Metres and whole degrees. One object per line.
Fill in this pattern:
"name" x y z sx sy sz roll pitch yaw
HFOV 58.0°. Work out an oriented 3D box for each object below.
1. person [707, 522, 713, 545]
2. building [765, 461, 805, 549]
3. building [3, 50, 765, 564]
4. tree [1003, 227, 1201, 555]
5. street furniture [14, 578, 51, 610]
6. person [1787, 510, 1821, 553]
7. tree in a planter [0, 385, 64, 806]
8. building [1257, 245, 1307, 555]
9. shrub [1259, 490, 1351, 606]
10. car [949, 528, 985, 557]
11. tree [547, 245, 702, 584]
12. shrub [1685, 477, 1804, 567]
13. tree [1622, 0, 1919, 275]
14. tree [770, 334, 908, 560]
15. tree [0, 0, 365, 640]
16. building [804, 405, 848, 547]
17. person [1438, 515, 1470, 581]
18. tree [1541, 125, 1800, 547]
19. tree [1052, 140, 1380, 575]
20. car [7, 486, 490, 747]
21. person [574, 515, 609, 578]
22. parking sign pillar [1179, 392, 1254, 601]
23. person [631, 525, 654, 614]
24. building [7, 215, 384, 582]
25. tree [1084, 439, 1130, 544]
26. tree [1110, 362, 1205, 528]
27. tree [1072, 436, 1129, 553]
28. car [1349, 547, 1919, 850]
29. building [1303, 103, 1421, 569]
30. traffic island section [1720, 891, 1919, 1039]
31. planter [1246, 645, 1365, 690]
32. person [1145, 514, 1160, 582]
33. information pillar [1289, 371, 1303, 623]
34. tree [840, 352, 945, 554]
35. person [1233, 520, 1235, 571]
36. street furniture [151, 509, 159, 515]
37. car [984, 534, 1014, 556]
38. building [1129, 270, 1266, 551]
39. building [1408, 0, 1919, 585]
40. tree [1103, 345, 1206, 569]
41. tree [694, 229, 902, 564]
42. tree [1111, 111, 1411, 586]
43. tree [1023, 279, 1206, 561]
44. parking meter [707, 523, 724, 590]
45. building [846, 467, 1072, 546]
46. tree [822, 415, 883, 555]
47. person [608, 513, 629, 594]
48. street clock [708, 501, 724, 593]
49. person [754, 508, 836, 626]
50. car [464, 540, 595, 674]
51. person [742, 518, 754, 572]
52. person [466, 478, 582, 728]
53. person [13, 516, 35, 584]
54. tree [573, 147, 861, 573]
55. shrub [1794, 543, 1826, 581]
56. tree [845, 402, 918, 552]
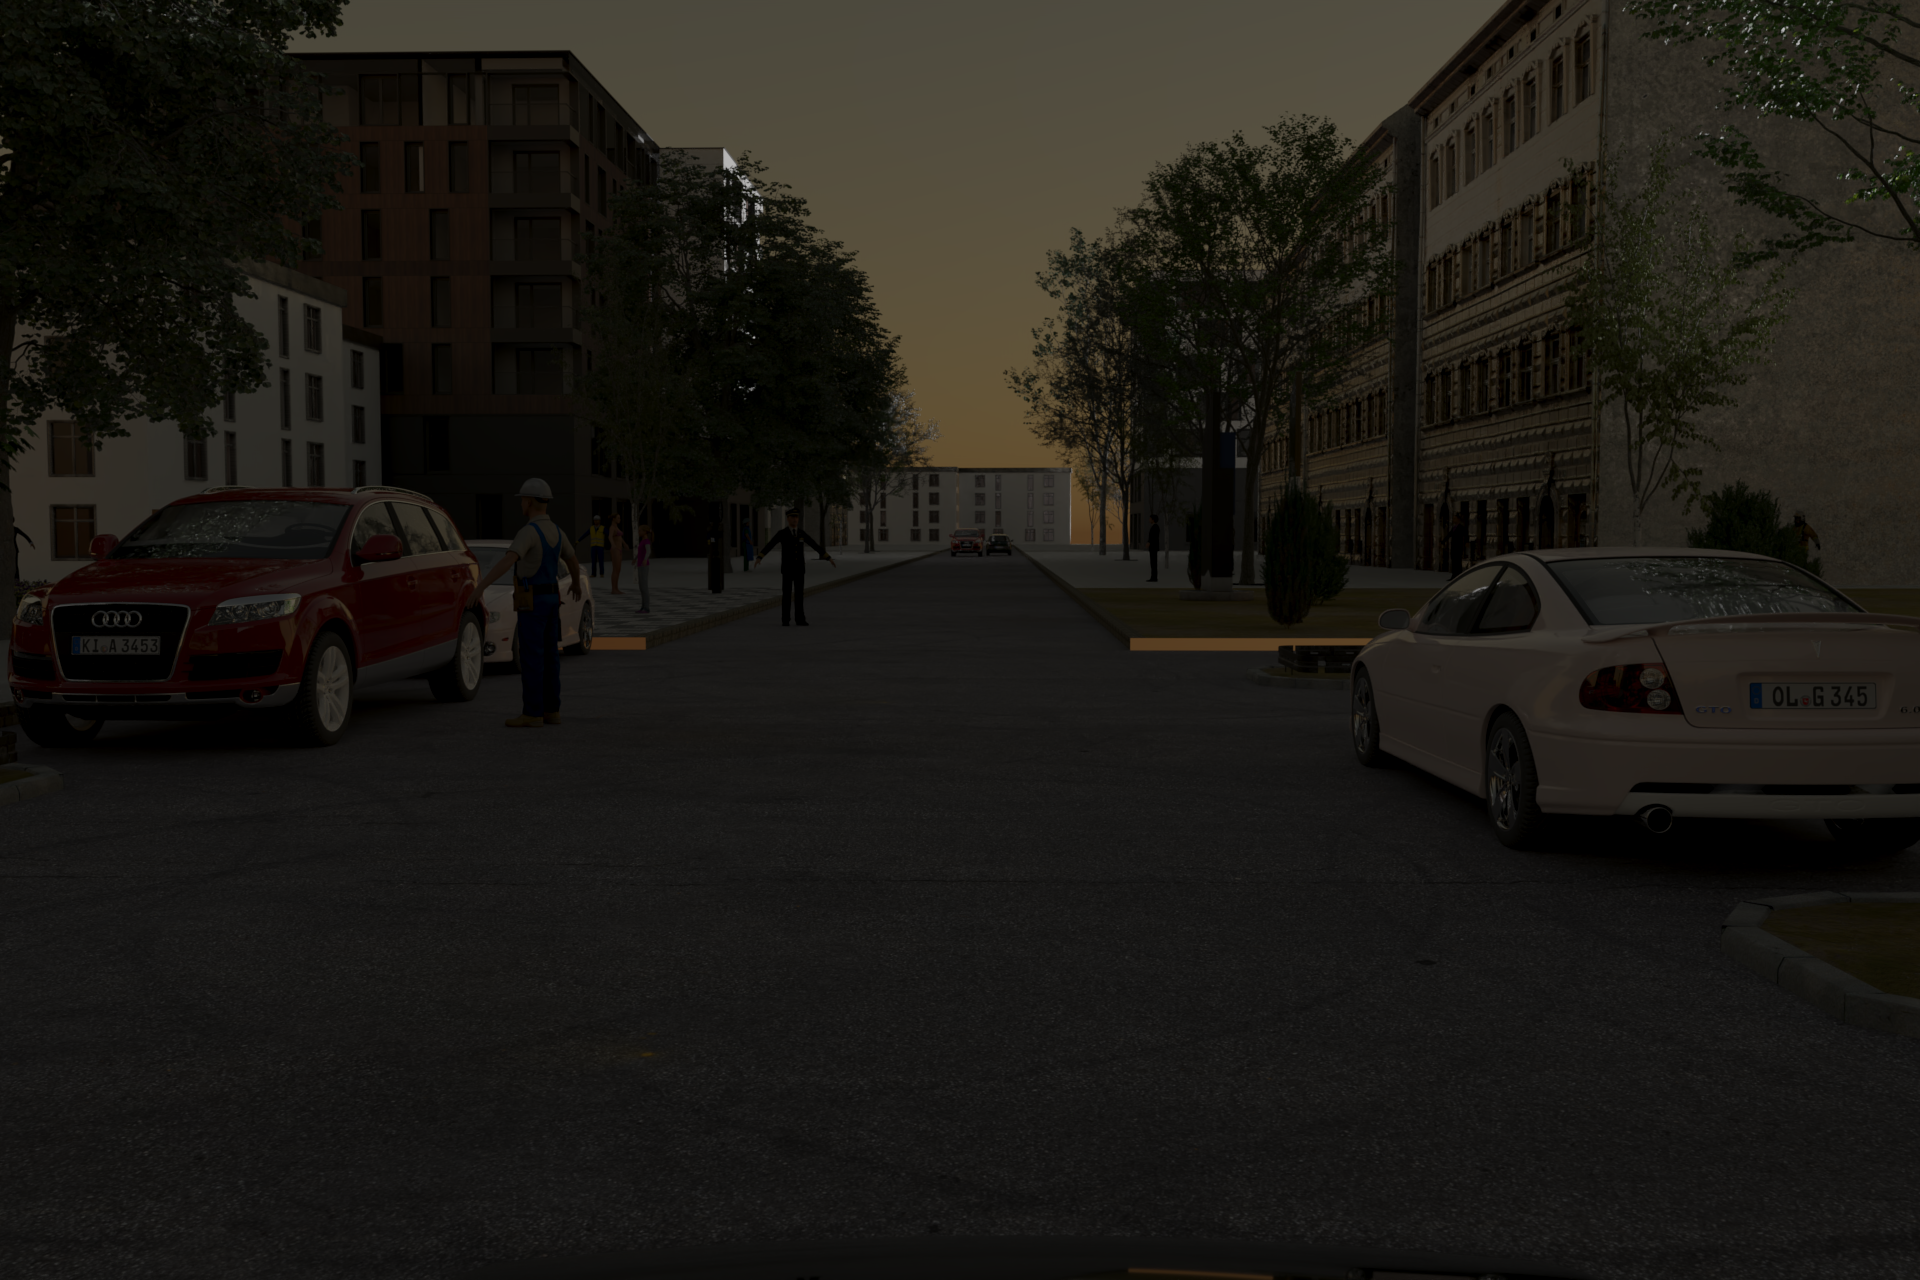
"person" -7.955 -3.070 56.652 0.721 1.772 1.216 1 4 18
"building" -23.317 -17.077 145.665 16.747 18.905 31.486 0 4 2
"building" -26.429 -15.057 90.164 27.936 21.610 32.646 0 4 2
"tree" 8.894 -15.282 105.742 12.611 20.169 13.585 0 3 0
"street furniture" -14.882 -0.973 22.761 11.010 1.723 9.812 -2 4 -29
"person" 20.147 -2.193 41.621 0.705 1.858 1.354 -1 4 -23
"tree in a planter" -6.037 -0.731 9.174 1.991 3.239 1.994 0 4 1
"building" 27.455 -16.274 97.000 19.493 23.208 18.063 0 4 1
"shrub" 6.215 -1.660 31.178 1.661 2.075 1.752 0 3 0
"car" 0.453 -6.262 111.052 2.281 1.827 5.304 0 4 1
"tree" -8.327 -5.766 44.638 4.360 8.622 3.978 0 3 0
"shrub" 10.856 -1.228 24.116 1.661 2.075 1.752 0 3 0
"tree" 9.920 -5.527 16.123 9.928 11.665 9.643 0 3 0
"tree" -6.673 -9.779 85.637 9.928 11.665 9.643 0 3 0
"tree" -11.943 -6.977 20.725 9.857 13.997 8.962 0 3 0
"building" -22.119 -21.643 184.784 19.493 23.208 18.063 0 4 2
"person" 13.445 -2.492 46.974 0.704 1.802 1.346 -1 4 -19
"tree" 12.614 -4.968 31.594 4.737 8.622 4.395 0 3 0
"tree" 7.975 -8.785 53.998 12.009 13.543 11.850 0 3 0
"car" -5.211 -0.287 13.360 2.281 1.827 5.304 0 4 1
"person" -10.706 -2.760 51.094 1.349 1.833 0.705 0 4 6
"parking sign pillar" 4.986 -2.757 33.549 1.447 3.967 1.447 0 4 -1
"person" -5.167 -1.144 27.963 0.599 1.433 0.991 -1 4 -21
"building" -25.593 -7.193 59.761 9.099 9.664 28.070 0 4 1
"tree" 20.539 -18.868 218.866 12.009 13.543 11.850 0 3 0
"tree" 7.672 -7.335 70.295 4.360 8.622 3.978 0 3 0
"tree" 9.091 -10.398 120.366 4.360 8.622 3.978 0 3 0
"car" 3.399 0.191 9.235 2.083 1.381 4.827 0 3 0
"building" 25.394 -14.779 72.571 19.493 23.208 18.063 0 4 1
"traffic island section" 3.595 1.060 5.538 1.991 0.108 1.994 0 4 1
"planter" 3.840 0.260 16.893 1.991 0.319 1.994 0 4 1
"person" 5.181 -2.470 46.579 0.705 1.806 1.347 1 4 13
"information pillar" 4.861 -2.068 25.174 0.183 3.616 0.504 0 4 0
"tree" -6.035 -12.480 114.412 12.009 13.543 11.850 0 3 0
"person" 9.261 -3.261 59.445 0.705 1.813 1.348 1 4 13
"street furniture" -14.989 -1.736 35.232 11.010 1.723 9.812 -2 4 -25
"car" 2.601 -6.512 116.259 2.009 1.686 4.222 0 4 1
"building" 28.520 -18.733 150.260 27.936 21.610 32.646 0 4 1
"building" 25.272 -13.502 51.680 19.493 23.208 18.063 0 4 1
"tree" 7.840 -6.969 64.303 4.360 8.622 3.978 0 3 0
"tree" -6.945 -10.216 73.692 9.857 13.997 8.962 0 3 0
"tree" 7.358 -7.171 43.004 9.928 11.665 9.643 0 3 0
"tree" 7.969 -10.593 83.564 12.009 13.543 11.850 0 3 0
"parking meter" -5.589 -1.910 39.645 0.372 1.533 0.369 0 3 0
"building" -0.147 -16.607 216.126 28.070 9.664 9.099 0 4 4
"tree" -7.335 -9.381 103.742 4.360 8.622 3.978 0 3 0
"person" -7.270 -1.847 37.003 0.721 1.733 1.217 0 4 3
"street clock" -5.261 -2.009 37.411 0.358 2.002 0.471 0 4 2
"person" -2.597 -1.141 27.049 1.347 1.837 0.705 -2 4 -25
"car" -5.361 -0.421 19.239 2.083 1.381 4.827 0 4 1
"person" -7.124 -3.184 58.178 0.704 1.817 1.347 -1 4 -12
"person" -3.183 -0.284 12.956 0.705 1.847 1.347 1 4 22
"person" -22.222 -2.063 40.453 1.216 1.740 0.721 0 4 -5
"tree" -7.879 -9.156 56.358 9.857 13.997 8.962 0 3 0
"shrub" 12.550 -0.922 26.200 1.383 1.207 1.383 0 3 0
"tree" -6.548 -12.252 126.076 9.928 11.665 9.643 0 3 0
